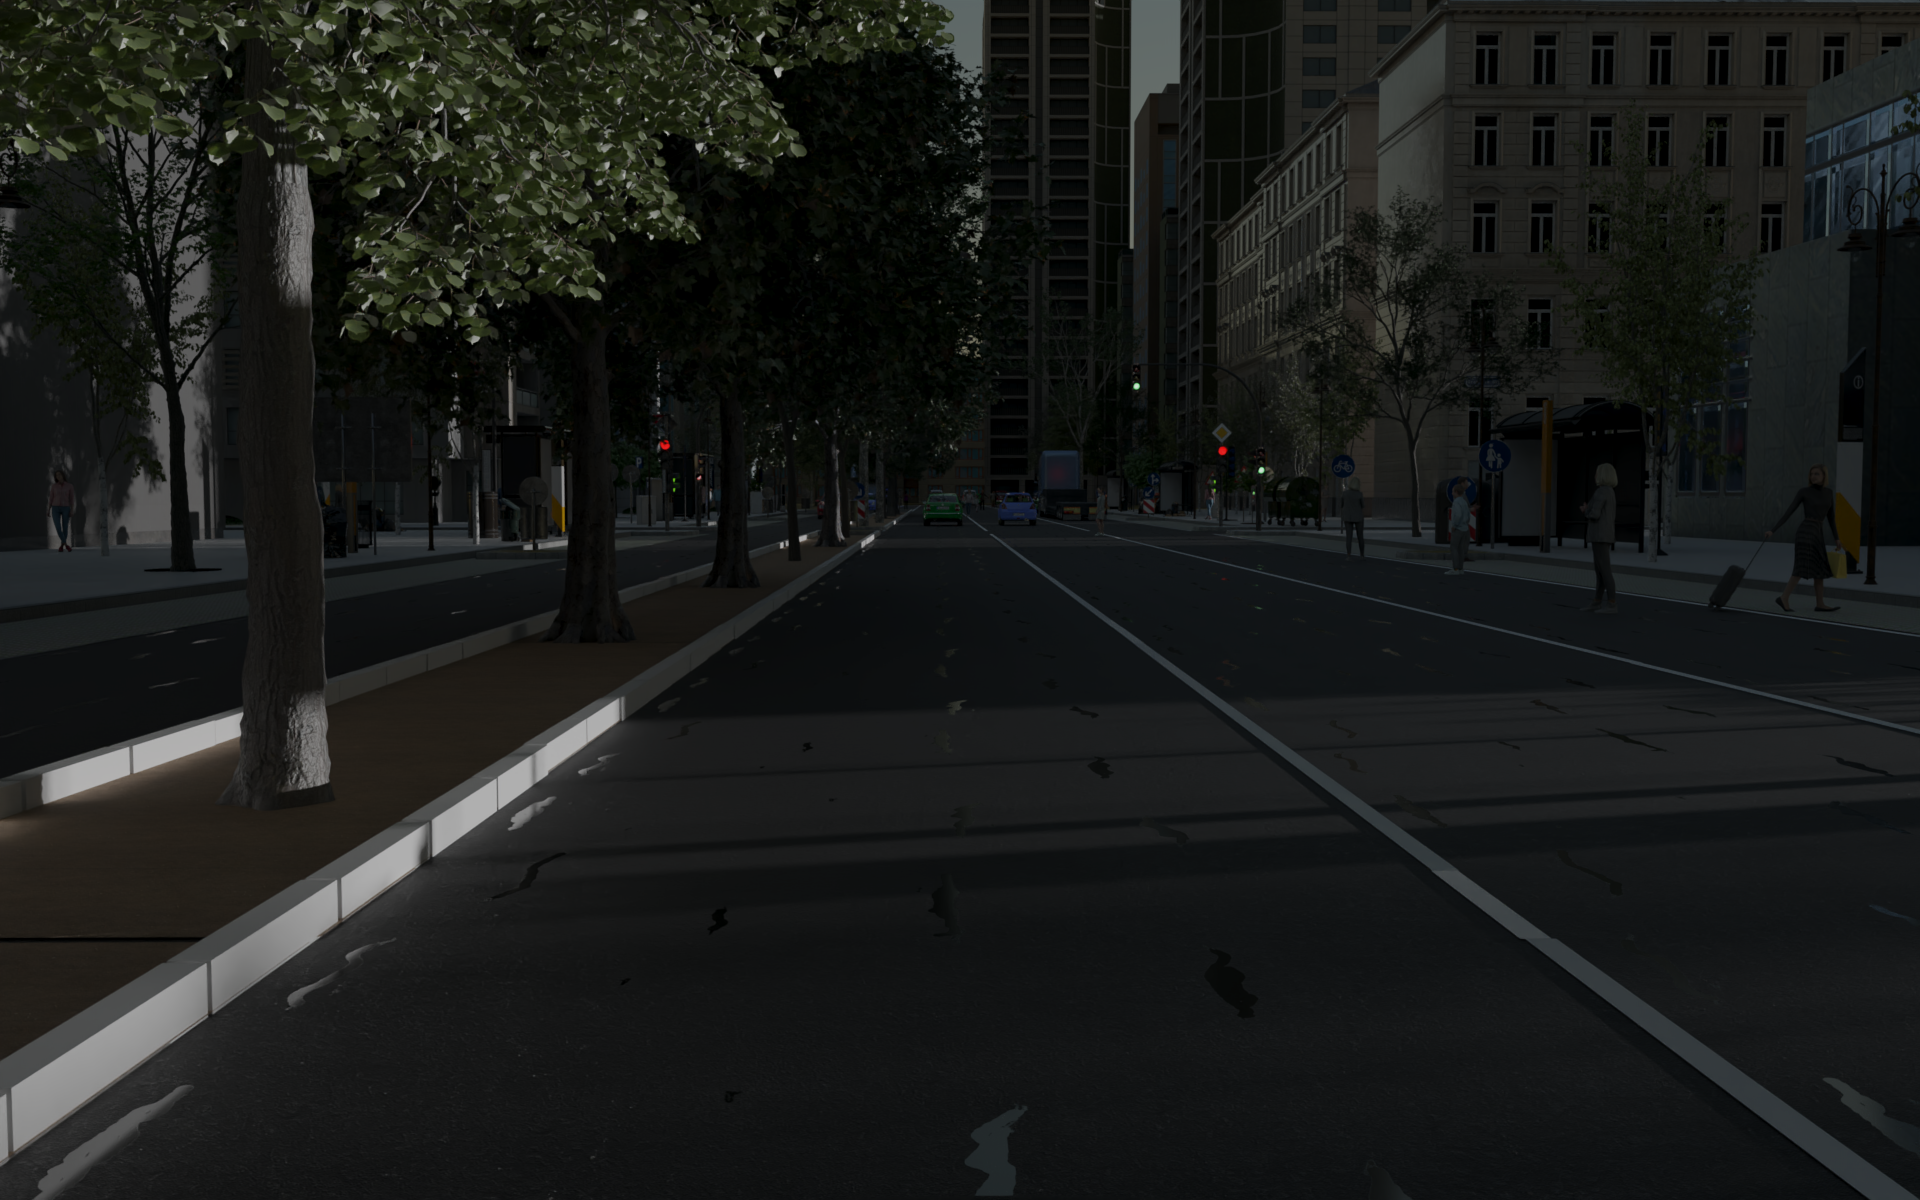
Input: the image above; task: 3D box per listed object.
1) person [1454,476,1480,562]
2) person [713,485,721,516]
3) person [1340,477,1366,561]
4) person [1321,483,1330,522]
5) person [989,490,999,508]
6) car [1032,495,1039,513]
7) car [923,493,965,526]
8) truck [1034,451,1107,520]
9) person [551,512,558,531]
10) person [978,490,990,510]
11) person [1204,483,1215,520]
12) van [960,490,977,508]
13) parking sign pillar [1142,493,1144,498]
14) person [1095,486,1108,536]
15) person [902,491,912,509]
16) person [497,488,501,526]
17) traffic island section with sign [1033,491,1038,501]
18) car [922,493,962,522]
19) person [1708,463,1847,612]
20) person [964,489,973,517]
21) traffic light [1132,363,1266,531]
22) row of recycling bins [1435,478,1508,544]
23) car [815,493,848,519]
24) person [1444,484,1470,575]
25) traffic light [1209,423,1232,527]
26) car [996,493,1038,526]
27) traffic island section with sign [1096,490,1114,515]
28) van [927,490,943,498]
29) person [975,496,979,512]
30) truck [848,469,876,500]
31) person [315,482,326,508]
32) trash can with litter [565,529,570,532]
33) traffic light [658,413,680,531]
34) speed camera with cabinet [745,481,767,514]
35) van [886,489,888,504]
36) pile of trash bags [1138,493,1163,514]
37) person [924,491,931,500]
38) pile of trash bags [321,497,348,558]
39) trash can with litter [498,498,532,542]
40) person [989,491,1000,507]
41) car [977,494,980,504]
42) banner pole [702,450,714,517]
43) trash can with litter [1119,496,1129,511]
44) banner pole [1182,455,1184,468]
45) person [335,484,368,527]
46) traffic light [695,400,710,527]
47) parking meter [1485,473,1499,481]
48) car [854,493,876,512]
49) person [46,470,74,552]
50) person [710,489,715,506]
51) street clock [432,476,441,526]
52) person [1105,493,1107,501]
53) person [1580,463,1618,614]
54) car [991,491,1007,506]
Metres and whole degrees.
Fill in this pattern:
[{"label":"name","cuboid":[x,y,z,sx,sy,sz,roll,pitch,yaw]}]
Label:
[{"label":"person","cuboid":[10.627,-1.693,36.387,0.583,1.804,0.606,1,4,16]},{"label":"person","cuboid":[-14.288,-5.912,102.567,0.638,1.841,0.748,1,4,14]},{"label":"person","cuboid":[8.440,-1.745,37.220,0.537,1.800,0.526,2,4,30]},{"label":"person","cuboid":[16.650,-4.437,78.935,0.599,1.781,0.374,-2,4,-30]},{"label":"person","cuboid":[3.437,-10.391,178.392,1.348,1.824,0.705,-2,4,-25]},{"label":"car","cuboid":[6.403,-7.374,129.364,1.959,1.807,4.718,0,4,-1]},{"label":"car","cuboid":[-0.752,-4.298,79.076,1.959,1.807,4.718,0,4,0]},{"label":"truck","cuboid":[6.406,-6.845,101.680,2.967,4.110,18.799,0,4,-2]},{"label":"person","cuboid":[-12.217,-2.536,52.529,0.505,1.210,0.382,1,4,18]},{"label":"person","cuboid":[1.998,-8.916,154.407,1.348,1.807,0.705,0,4,-8]},{"label":"person","cuboid":[12.525,-4.942,86.857,0.555,1.821,0.388,-1,4,-22]},{"label":"van","cuboid":[1.024,-10.621,180.659,2.013,2.044,4.112,0,3,0]},{"label":"parking sign pillar","cuboid":[13.457,-8.133,121.439,1.447,3.967,1.447,0,4,3]},{"label":"person","cuboid":[4.843,-3.062,59.571,0.522,1.701,0.512,-1,4,-10]},{"label":"person","cuboid":[-4.936,-9.213,159.809,1.217,1.739,0.721,2,4,29]},{"label":"person","cuboid":[-18.237,-3.851,69.193,0.721,1.800,0.419,-2,4,-32]},{"label":"traffic island section with sign","cuboid":[8.599,-11.610,198.447,1.989,1.847,2.006,0,4,-1]},{"label":"car","cuboid":[-0.931,-5.041,91.459,2.155,1.783,4.494,0,4,-1]},{"label":"person","cuboid":[9.965,-0.756,21.083,1.509,1.804,0.699,2,4,26]},{"label":"person","cuboid":[0.497,-6.154,109.781,0.731,1.740,0.598,0,4,5]},{"label":"traffic light","cuboid":[8.310,-5.233,60.221,4.771,5.953,1.251,0,4,-1]},{"label":"row of recycling bins","cuboid":[13.753,-2.342,45.406,3.534,1.692,1.069,-3,5,-39]},{"label":"car","cuboid":[-7.227,-5.549,99.770,2.155,1.783,4.494,0,4,-1]},{"label":"person","cuboid":[8.879,-1.257,30.868,0.589,1.601,0.330,-3,5,-45]},{"label":"traffic light","cuboid":[10.294,-4.860,68.375,0.839,4.253,0.868,0,4,-1]},{"label":"car","cuboid":[2.625,-4.290,79.731,1.945,1.707,3.694,0,4,0]},{"label":"traffic island section with sign","cuboid":[9.637,-6.865,120.864,1.989,1.847,2.006,0,4,-1]},{"label":"van","cuboid":[-2.492,-10.683,181.670,2.013,2.044,4.112,0,4,-2]},{"label":"person","cuboid":[1.351,-7.528,135.859,0.425,1.301,0.394,2,4,33]},{"label":"truck","cuboid":[-8.758,-10.530,161.924,2.967,4.110,18.799,0,4,-2]},{"label":"person","cuboid":[-16.137,-2.283,43.354,0.794,1.824,0.713,-1,4,-18]},{"label":"trash can with litter","cuboid":[-13.528,-2.934,59.360,1.055,1.170,0.624,3,4,36]},{"label":"traffic light","cuboid":[-10.158,-4.353,60.100,0.839,4.253,0.868,0,4,-1]},{"label":"speed camera with cabinet","cuboid":[-13.679,-7.288,113.489,2.038,3.252,0.660,1,4,16]},{"label":"van","cuboid":[-9.254,-12.265,204.921,2.240,2.365,5.245,0,4,-1]},{"label":"pile of trash bags","cuboid":[12.477,-6.210,111.288,1.912,1.369,3.447,1,4,14]},{"label":"person","cuboid":[-2.863,-9.297,161.291,1.217,1.735,0.721,3,5,44]},{"label":"pile of trash bags","cuboid":[-13.154,-1.505,34.355,1.912,1.369,3.447,-1,4,-19]},{"label":"trash can with litter","cuboid":[-11.895,-2.157,46.658,1.055,1.170,0.624,1,4,9]},{"label":"person","cuboid":[3.835,-11.110,190.169,1.348,1.821,0.705,-2,4,-30]},{"label":"car","cuboid":[1.745,-12.150,207.445,1.959,1.807,4.718,0,4,0]},{"label":"banner pole","cuboid":[-14.427,-6.661,98.923,0.863,3.779,0.401,0,4,-3]},{"label":"trash can with litter","cuboid":[12.165,-7.221,129.448,0.624,1.170,1.055,-1,4,-22]},{"label":"banner pole","cuboid":[14.243,-7.362,110.391,0.401,3.779,0.863,0,4,1]},{"label":"person","cuboid":[-22.307,-3.344,63.395,1.509,1.804,0.699,-3,4,-36]},{"label":"traffic light","cuboid":[-8.175,-5.717,68.147,4.771,5.953,1.251,0,4,-1]},{"label":"parking meter","cuboid":[14.603,-2.557,47.514,0.399,1.863,0.255,-3,5,-41]},{"label":"car","cuboid":[-7.462,-7.848,137.900,1.945,1.707,3.694,0,4,-2]},{"label":"person","cuboid":[-19.892,-1.972,38.297,0.555,1.821,0.388,-2,4,-28]},{"label":"person","cuboid":[-19.128,-7.739,132.557,0.794,1.824,0.713,-3,4,-36]},{"label":"street clock","cuboid":[-21.136,-3.985,69.728,0.471,2.002,0.358,1,4,19]},{"label":"person","cuboid":[18.330,-12.696,216.890,0.557,1.426,1.065,1,4,9]},{"label":"person","cuboid":[7.673,-0.746,20.874,0.526,1.800,0.537,3,5,41]},{"label":"car","cuboid":[4.719,-11.890,203.067,2.281,1.827,5.304,0,3,0]}]
